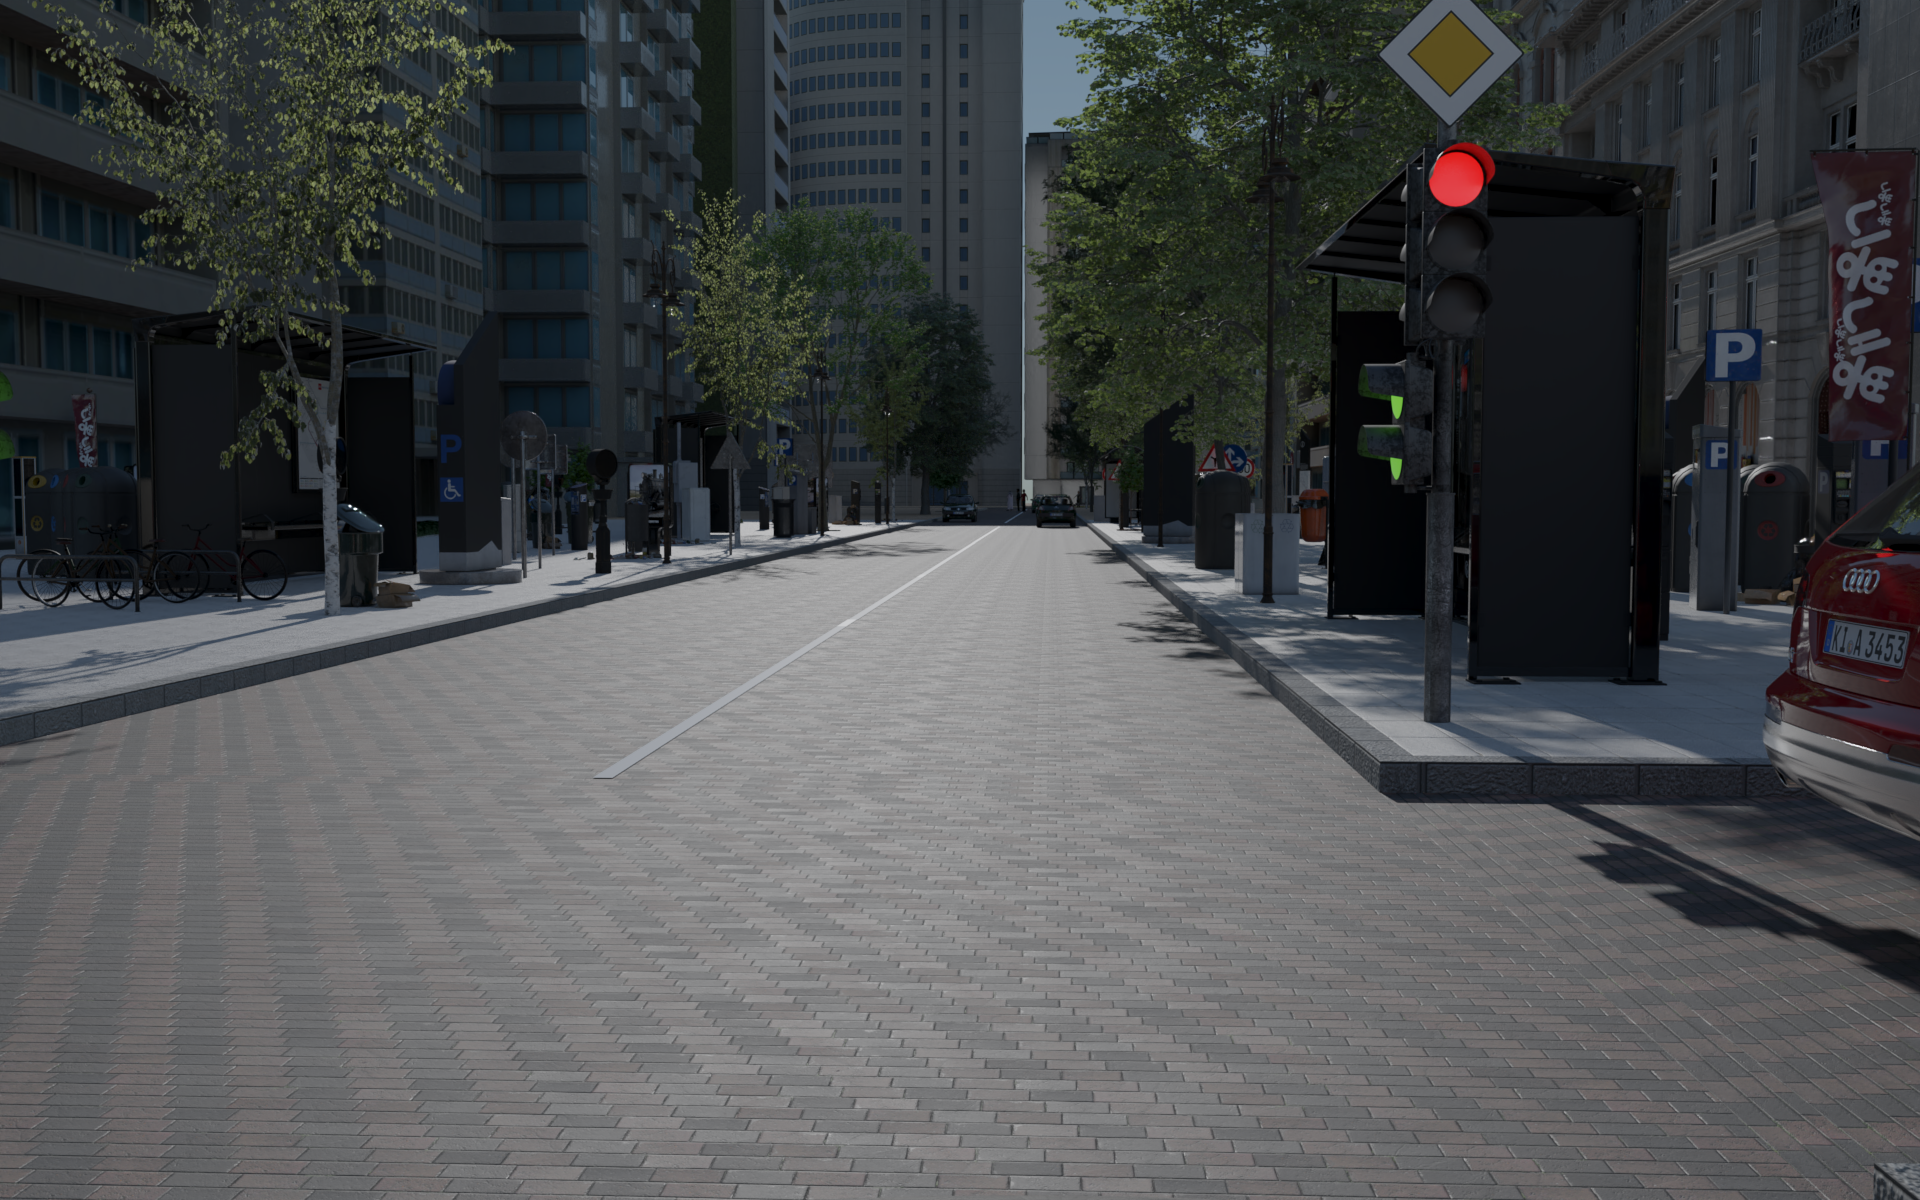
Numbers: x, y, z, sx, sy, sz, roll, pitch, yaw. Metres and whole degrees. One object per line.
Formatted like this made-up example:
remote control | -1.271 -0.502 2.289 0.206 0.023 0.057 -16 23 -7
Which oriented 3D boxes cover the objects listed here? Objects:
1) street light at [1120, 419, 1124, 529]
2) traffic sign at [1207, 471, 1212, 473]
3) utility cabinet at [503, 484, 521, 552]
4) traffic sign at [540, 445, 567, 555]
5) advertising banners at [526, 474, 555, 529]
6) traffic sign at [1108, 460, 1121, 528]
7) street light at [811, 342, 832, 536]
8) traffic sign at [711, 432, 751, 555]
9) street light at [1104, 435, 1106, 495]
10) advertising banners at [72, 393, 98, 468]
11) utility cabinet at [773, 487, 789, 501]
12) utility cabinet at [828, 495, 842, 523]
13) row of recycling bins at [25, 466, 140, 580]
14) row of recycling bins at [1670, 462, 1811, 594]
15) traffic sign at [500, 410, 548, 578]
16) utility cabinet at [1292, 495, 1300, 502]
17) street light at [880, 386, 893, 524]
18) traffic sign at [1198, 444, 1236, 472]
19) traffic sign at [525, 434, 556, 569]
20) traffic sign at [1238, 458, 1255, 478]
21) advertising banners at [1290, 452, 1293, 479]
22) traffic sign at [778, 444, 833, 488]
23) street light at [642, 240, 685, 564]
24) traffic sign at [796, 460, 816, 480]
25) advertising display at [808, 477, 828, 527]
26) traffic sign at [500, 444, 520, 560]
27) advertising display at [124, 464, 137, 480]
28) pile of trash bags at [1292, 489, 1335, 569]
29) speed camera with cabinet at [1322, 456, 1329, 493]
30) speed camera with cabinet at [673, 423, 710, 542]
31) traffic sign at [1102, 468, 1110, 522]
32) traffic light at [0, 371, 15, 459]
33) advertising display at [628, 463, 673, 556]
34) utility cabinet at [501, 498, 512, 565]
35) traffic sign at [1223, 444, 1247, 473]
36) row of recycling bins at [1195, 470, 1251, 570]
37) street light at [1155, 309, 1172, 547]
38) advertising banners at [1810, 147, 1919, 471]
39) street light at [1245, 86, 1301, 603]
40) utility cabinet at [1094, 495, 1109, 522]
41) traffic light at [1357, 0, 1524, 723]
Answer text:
street light | 5.914 -5.528 63.169 0.468 5.910 1.993 0 4 3
traffic sign | 10.228 -4.203 69.900 0.795 2.450 0.064 0 4 4
utility cabinet | -9.866 -1.801 38.127 0.318 1.500 1.173 -1 4 -18
traffic sign | -8.479 -2.077 36.082 0.606 2.300 0.079 0 4 4
advertising banners | -15.557 -4.074 62.805 2.074 3.025 0.090 -1 4 -18
traffic sign | 6.058 -4.016 65.663 0.884 2.594 0.081 1 4 10
street light | -4.218 -4.901 52.918 0.468 5.910 1.993 0 4 3
traffic sign | -4.827 -2.226 36.392 0.884 2.594 0.081 1 4 13
street light | 7.052 -6.822 84.327 0.468 5.910 1.993 0 4 3
advertising banners | -14.495 -2.068 29.997 2.074 3.025 0.090 1 4 16
utility cabinet | -5.403 -2.669 52.316 0.318 1.500 1.173 0 4 4
utility cabinet | -5.553 -4.036 77.151 0.306 1.237 1.020 -2 4 -23
row of recycling bins | -13.516 -1.200 26.732 1.069 1.692 3.534 -3 5 -41
row of recycling bins | 10.065 -0.940 22.487 3.534 1.692 1.069 2 4 29
traffic sign | -6.667 -1.610 26.428 0.768 2.556 0.104 0 4 7
utility cabinet | 15.236 -4.106 78.294 1.020 1.237 0.306 0 4 1
street light | -3.108 -6.195 74.077 0.468 5.910 1.993 0 4 3
traffic sign | 6.052 -2.499 40.859 0.884 2.594 0.081 0 4 7
traffic sign | -7.223 -1.688 29.733 0.606 2.300 0.079 1 4 12
traffic sign | 9.794 -3.652 59.822 0.768 2.556 0.104 0 4 7
advertising banners | 13.692 -4.663 72.432 0.090 3.025 2.074 0 4 -1
traffic sign | -6.347 -4.712 70.911 2.265 3.308 0.079 0 4 4
street light | -5.406 -3.607 31.762 0.468 5.910 1.993 0 4 3
traffic sign | -5.785 -3.981 65.194 0.768 2.556 0.104 0 4 5
advertising display | -5.693 -3.785 67.106 0.974 1.923 0.123 0 4 1
traffic sign | -8.699 -2.057 33.739 0.768 2.556 0.104 1 4 9
advertising display | -18.484 -2.062 38.926 0.974 1.923 0.123 3 5 39
pile of trash bags | 7.186 -1.287 30.796 3.447 1.369 1.912 -3 5 -41
speed camera with cabinet | 9.361 -2.890 41.587 0.660 3.252 2.038 -1 4 -11
speed camera with cabinet | -7.354 -3.248 47.442 0.660 3.252 2.038 -1 4 -21
traffic sign | 6.795 -4.776 78.193 0.768 2.556 0.104 0 4 6
traffic light | -6.027 -1.295 10.097 0.839 4.253 0.868 0 4 3
advertising display | -6.427 -1.883 35.999 0.974 1.923 0.123 1 4 16
utility cabinet | -8.660 -1.246 31.526 1.020 1.237 0.306 2 4 23
traffic sign | 6.960 -2.707 44.357 0.768 2.556 0.104 0 4 7
row of recycling bins | 4.722 -1.466 31.082 1.069 1.692 3.534 1 4 9
street light | 4.855 -4.220 41.778 0.468 5.910 1.993 0 4 3
advertising banners | 5.348 -0.770 8.771 2.074 3.025 0.090 0 4 7
street light | 3.621 -2.901 20.218 0.468 5.910 1.993 0 4 3
utility cabinet | 6.689 -4.211 80.009 1.020 1.237 0.306 2 4 35
traffic light | 2.673 -1.268 9.658 0.839 4.253 0.868 0 4 3
